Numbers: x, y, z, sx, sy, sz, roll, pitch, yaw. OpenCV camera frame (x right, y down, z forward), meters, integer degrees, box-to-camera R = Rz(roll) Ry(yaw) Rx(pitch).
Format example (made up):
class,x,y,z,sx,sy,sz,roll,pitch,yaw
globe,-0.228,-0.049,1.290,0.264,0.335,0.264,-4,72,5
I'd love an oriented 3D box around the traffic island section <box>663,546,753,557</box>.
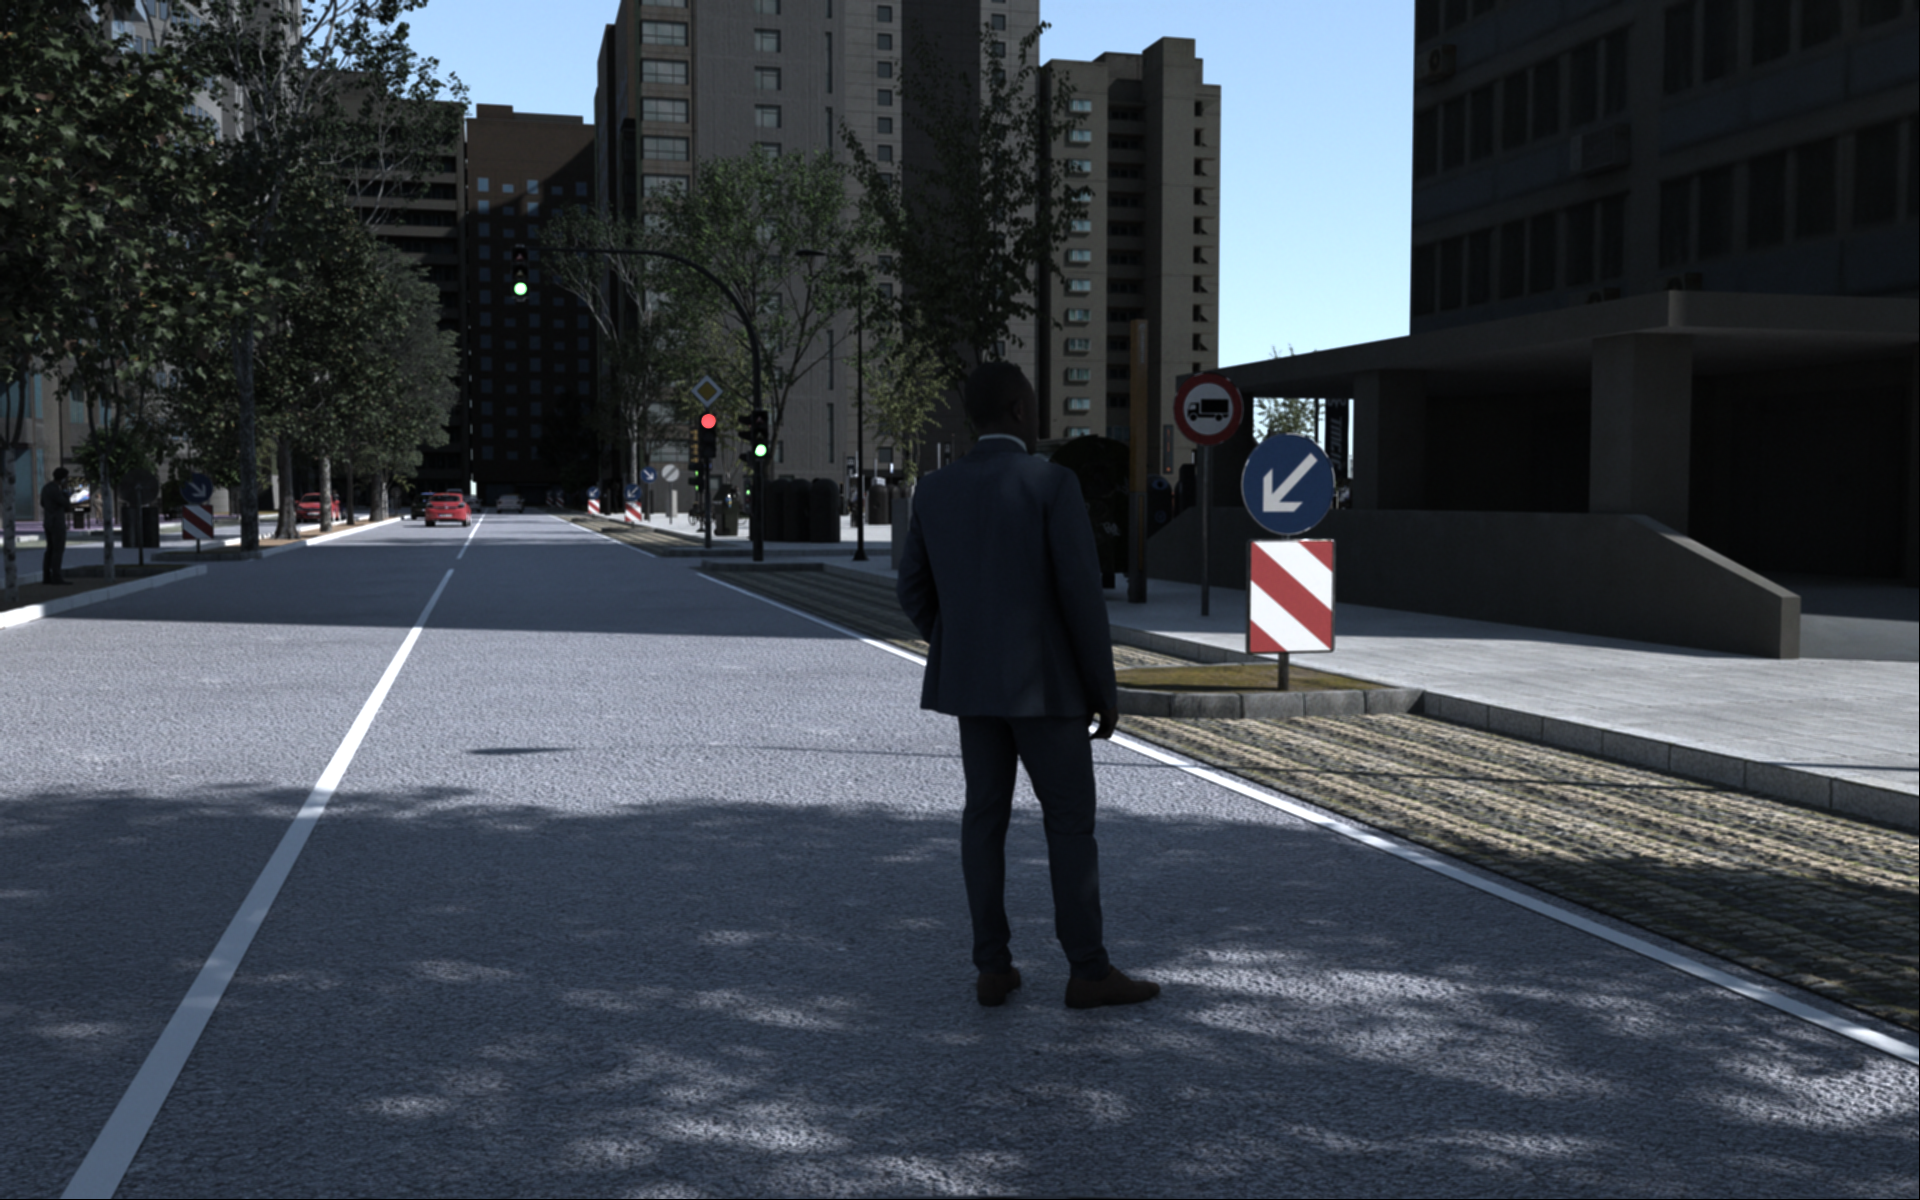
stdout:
class,x,y,z,sx,sy,sz,roll,pitch,yaw
traffic island section,-5.915,-1.136,40.852,2.009,0.180,2.903,-1,4,-15

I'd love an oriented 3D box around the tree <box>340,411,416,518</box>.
class,x,y,z,sx,sy,sz,roll,pitch,yaw
tree,-33.514,-9.066,101.055,4.737,8.622,4.395,0,3,0

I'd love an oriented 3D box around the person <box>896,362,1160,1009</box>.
class,x,y,z,sx,sy,sz,roll,pitch,yaw
person,0.172,0.233,4.872,0.721,1.800,0.419,1,4,22

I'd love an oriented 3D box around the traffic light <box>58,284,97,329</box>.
class,x,y,z,sx,sy,sz,roll,pitch,yaw
traffic light,-20.919,-3.797,36.755,4.771,5.953,1.251,-1,4,-15

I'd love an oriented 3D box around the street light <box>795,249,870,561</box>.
class,x,y,z,sx,sy,sz,roll,pitch,yaw
street light,-2.446,-3.709,33.187,1.470,5.913,1.316,-1,4,-15

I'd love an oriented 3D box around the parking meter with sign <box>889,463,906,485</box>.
class,x,y,z,sx,sy,sz,roll,pitch,yaw
parking meter with sign,-3.112,-6.225,98.045,1.738,3.016,0.543,1,4,15

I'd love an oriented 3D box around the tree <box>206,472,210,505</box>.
class,x,y,z,sx,sy,sz,roll,pitch,yaw
tree,-37.047,-7.884,79.261,4.360,8.622,3.978,0,3,0

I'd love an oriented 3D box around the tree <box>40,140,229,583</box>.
class,x,y,z,sx,sy,sz,roll,pitch,yaw
tree,-13.590,-4.562,27.407,4.737,8.622,4.395,0,3,0

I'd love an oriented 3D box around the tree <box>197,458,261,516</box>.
class,x,y,z,sx,sy,sz,roll,pitch,yaw
tree,-42.102,-7.090,99.640,4.285,4.588,4.351,0,3,0

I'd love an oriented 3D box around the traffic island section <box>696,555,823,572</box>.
class,x,y,z,sx,sy,sz,roll,pitch,yaw
traffic island section,-3.847,-0.664,33.139,2.009,0.180,2.903,-1,4,-15

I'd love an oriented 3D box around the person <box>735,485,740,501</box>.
class,x,y,z,sx,sy,sz,roll,pitch,yaw
person,-13.516,-5.973,103.890,0.592,1.802,0.473,2,4,31

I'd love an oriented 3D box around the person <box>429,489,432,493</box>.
class,x,y,z,sx,sy,sz,roll,pitch,yaw
person,-34.510,-6.342,112.899,1.217,1.736,0.721,-2,4,-24

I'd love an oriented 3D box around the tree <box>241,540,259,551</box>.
class,x,y,z,sx,sy,sz,roll,pitch,yaw
tree,-18.954,-11.278,42.734,12.611,20.169,13.585,0,3,0

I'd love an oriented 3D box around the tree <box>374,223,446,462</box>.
class,x,y,z,sx,sy,sz,roll,pitch,yaw
tree,-21.317,-8.258,54.490,9.611,12.733,9.660,0,3,0

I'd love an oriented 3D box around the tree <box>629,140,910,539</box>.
class,x,y,z,sx,sy,sz,roll,pitch,yaw
tree,-5.477,-7.593,49.901,9.928,11.665,9.643,0,3,0

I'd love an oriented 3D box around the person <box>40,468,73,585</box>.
class,x,y,z,sx,sy,sz,roll,pitch,yaw
person,-14.217,-1.162,27.311,0.655,1.846,0.447,3,4,38

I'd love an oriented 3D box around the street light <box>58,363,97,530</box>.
class,x,y,z,sx,sy,sz,roll,pitch,yaw
street light,-31.263,-5.434,61.390,1.470,5.913,1.316,-1,4,-15

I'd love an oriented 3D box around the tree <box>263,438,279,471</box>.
class,x,y,z,sx,sy,sz,roll,pitch,yaw
tree,-46.670,-10.012,114.063,4.360,8.622,3.978,0,3,0

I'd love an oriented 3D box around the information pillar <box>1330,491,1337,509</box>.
class,x,y,z,sx,sy,sz,roll,pitch,yaw
information pillar,19.698,-5.305,91.221,0.304,2.012,0.304,0,4,0

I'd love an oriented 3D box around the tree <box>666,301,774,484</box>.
class,x,y,z,sx,sy,sz,roll,pitch,yaw
tree,-8.372,-6.832,62.059,4.737,8.622,4.395,0,3,0

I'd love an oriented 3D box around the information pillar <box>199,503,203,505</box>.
class,x,y,z,sx,sy,sz,roll,pitch,yaw
information pillar,-39.178,-5.180,89.177,0.304,2.012,0.304,-1,4,-10

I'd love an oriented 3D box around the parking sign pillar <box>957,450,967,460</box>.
class,x,y,z,sx,sy,sz,roll,pitch,yaw
parking sign pillar,0.106,-7.235,106.758,1.447,3.967,1.447,-2,4,-32

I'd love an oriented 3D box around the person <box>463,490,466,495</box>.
class,x,y,z,sx,sy,sz,roll,pitch,yaw
person,-53.289,-10.848,185.826,0.705,1.831,1.348,3,5,43

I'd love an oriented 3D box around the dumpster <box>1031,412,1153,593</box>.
class,x,y,z,sx,sy,sz,roll,pitch,yaw
dumpster,1.395,-1.158,21.428,1.502,2.255,1.985,-1,4,-15

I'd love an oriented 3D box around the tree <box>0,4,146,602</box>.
class,x,y,z,sx,sy,sz,roll,pitch,yaw
tree,-12.616,-4.284,22.864,4.360,8.622,3.978,0,3,0

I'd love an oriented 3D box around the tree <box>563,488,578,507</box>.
class,x,y,z,sx,sy,sz,roll,pitch,yaw
tree,-38.729,-10.831,171.688,1.663,3.219,1.824,0,3,0

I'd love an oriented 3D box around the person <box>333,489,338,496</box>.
class,x,y,z,sx,sy,sz,roll,pitch,yaw
person,-38.744,-6.003,107.400,0.466,1.731,0.760,-1,4,-8

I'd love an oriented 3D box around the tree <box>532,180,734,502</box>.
class,x,y,z,sx,sy,sz,roll,pitch,yaw
tree,-17.929,-15.092,102.641,12.611,20.169,13.585,0,3,0

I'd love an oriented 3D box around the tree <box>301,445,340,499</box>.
class,x,y,z,sx,sy,sz,roll,pitch,yaw
tree,-53.896,-11.693,141.544,4.737,8.622,4.395,0,3,0

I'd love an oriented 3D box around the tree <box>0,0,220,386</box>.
class,x,y,z,sx,sy,sz,roll,pitch,yaw
tree,-10.863,-5.897,15.887,9.611,12.733,9.660,0,3,0

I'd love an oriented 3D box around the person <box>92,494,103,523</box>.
class,x,y,z,sx,sy,sz,roll,pitch,yaw
person,-37.650,-3.997,75.660,0.475,1.303,0.640,-1,4,-20

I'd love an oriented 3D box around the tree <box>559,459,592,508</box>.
class,x,y,z,sx,sy,sz,roll,pitch,yaw
tree,-36.165,-10.956,162.843,4.285,4.588,4.351,0,3,0

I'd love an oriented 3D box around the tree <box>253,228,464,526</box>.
class,x,y,z,sx,sy,sz,roll,pitch,yaw
tree,-27.696,-10.124,78.348,12.009,13.543,11.850,0,3,0

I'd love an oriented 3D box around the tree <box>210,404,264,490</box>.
class,x,y,z,sx,sy,sz,roll,pitch,yaw
tree,-40.814,-8.811,94.425,4.360,8.622,3.978,0,3,0

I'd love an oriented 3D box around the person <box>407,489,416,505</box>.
class,x,y,z,sx,sy,sz,roll,pitch,yaw
person,-49.523,-9.093,156.802,1.348,1.869,0.705,1,4,14

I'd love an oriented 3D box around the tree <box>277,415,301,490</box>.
class,x,y,z,sx,sy,sz,roll,pitch,yaw
tree,-44.697,-9.674,108.526,4.737,8.622,4.395,0,3,0

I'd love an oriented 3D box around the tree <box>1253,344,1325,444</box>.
class,x,y,z,sx,sy,sz,roll,pitch,yaw
tree,15.978,-8.162,83.816,4.737,8.622,4.395,0,3,0

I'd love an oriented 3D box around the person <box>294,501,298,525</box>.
class,x,y,z,sx,sy,sz,roll,pitch,yaw
person,-30.494,-4.309,79.219,0.573,1.790,0.520,-3,5,-40

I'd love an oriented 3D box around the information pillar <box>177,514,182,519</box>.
class,x,y,z,sx,sy,sz,roll,pitch,yaw
information pillar,-40.777,-5.258,90.454,0.304,2.012,0.304,-3,4,-37

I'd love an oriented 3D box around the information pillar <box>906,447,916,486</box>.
class,x,y,z,sx,sy,sz,roll,pitch,yaw
information pillar,-2.437,-5.776,85.800,0.504,3.616,0.183,1,4,16

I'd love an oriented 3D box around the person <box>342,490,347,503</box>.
class,x,y,z,sx,sy,sz,roll,pitch,yaw
person,-64.611,-10.716,181.927,0.721,1.739,1.217,1,4,10

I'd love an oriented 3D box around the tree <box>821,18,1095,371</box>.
class,x,y,z,sx,sy,sz,roll,pitch,yaw
tree,0.163,-4.644,26.287,4.737,8.622,4.395,0,3,0

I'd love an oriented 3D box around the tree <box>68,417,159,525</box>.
class,x,y,z,sx,sy,sz,roll,pitch,yaw
tree,-35.652,-5.456,72.915,4.285,4.588,4.351,0,3,0

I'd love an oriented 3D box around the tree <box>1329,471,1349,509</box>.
class,x,y,z,sx,sy,sz,roll,pitch,yaw
tree,16.216,-4.947,75.484,1.663,3.219,1.824,0,3,0

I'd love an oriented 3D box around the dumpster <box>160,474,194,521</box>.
class,x,y,z,sx,sy,sz,roll,pitch,yaw
dumpster,-37.985,-4.995,84.157,1.502,2.255,1.985,-1,4,-15

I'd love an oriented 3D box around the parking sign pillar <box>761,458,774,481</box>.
class,x,y,z,sx,sy,sz,roll,pitch,yaw
parking sign pillar,-12.970,-7.818,116.295,1.447,3.967,1.447,1,4,22

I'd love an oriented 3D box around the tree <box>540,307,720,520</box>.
class,x,y,z,sx,sy,sz,roll,pitch,yaw
tree,-15.207,-9.241,85.508,7.601,10.594,8.767,-3,4,-38

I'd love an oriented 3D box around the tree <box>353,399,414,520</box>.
class,x,y,z,sx,sy,sz,roll,pitch,yaw
tree,-32.254,-8.793,96.589,4.360,8.622,3.978,0,3,0

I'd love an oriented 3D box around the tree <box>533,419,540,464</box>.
class,x,y,z,sx,sy,sz,roll,pitch,yaw
tree,-32.640,-12.998,146.937,7.601,10.594,8.767,-1,4,-10

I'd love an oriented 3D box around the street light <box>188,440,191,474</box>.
class,x,y,z,sx,sy,sz,roll,pitch,yaw
street light,-38.087,-6.996,86.928,1.470,5.913,1.316,-1,4,-15

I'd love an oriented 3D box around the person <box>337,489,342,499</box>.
class,x,y,z,sx,sy,sz,roll,pitch,yaw
person,-62.170,-10.213,173.477,0.683,1.767,0.568,2,4,28

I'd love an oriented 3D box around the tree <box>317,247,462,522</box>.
class,x,y,z,sx,sy,sz,roll,pitch,yaw
tree,-30.197,-11.006,89.066,9.857,13.997,8.962,0,3,0

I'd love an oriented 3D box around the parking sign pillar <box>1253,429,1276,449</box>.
class,x,y,z,sx,sy,sz,roll,pitch,yaw
parking sign pillar,11.173,-4.811,67.140,1.447,3.967,1.447,-1,4,-19

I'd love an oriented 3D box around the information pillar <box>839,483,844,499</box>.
class,x,y,z,sx,sy,sz,roll,pitch,yaw
information pillar,-7.703,-6.608,112.532,0.304,2.012,0.304,0,4,-6

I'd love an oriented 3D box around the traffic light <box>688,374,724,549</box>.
class,x,y,z,sx,sy,sz,roll,pitch,yaw
traffic light,-5.956,-3.169,40.728,0.839,4.253,0.868,-1,4,-15
